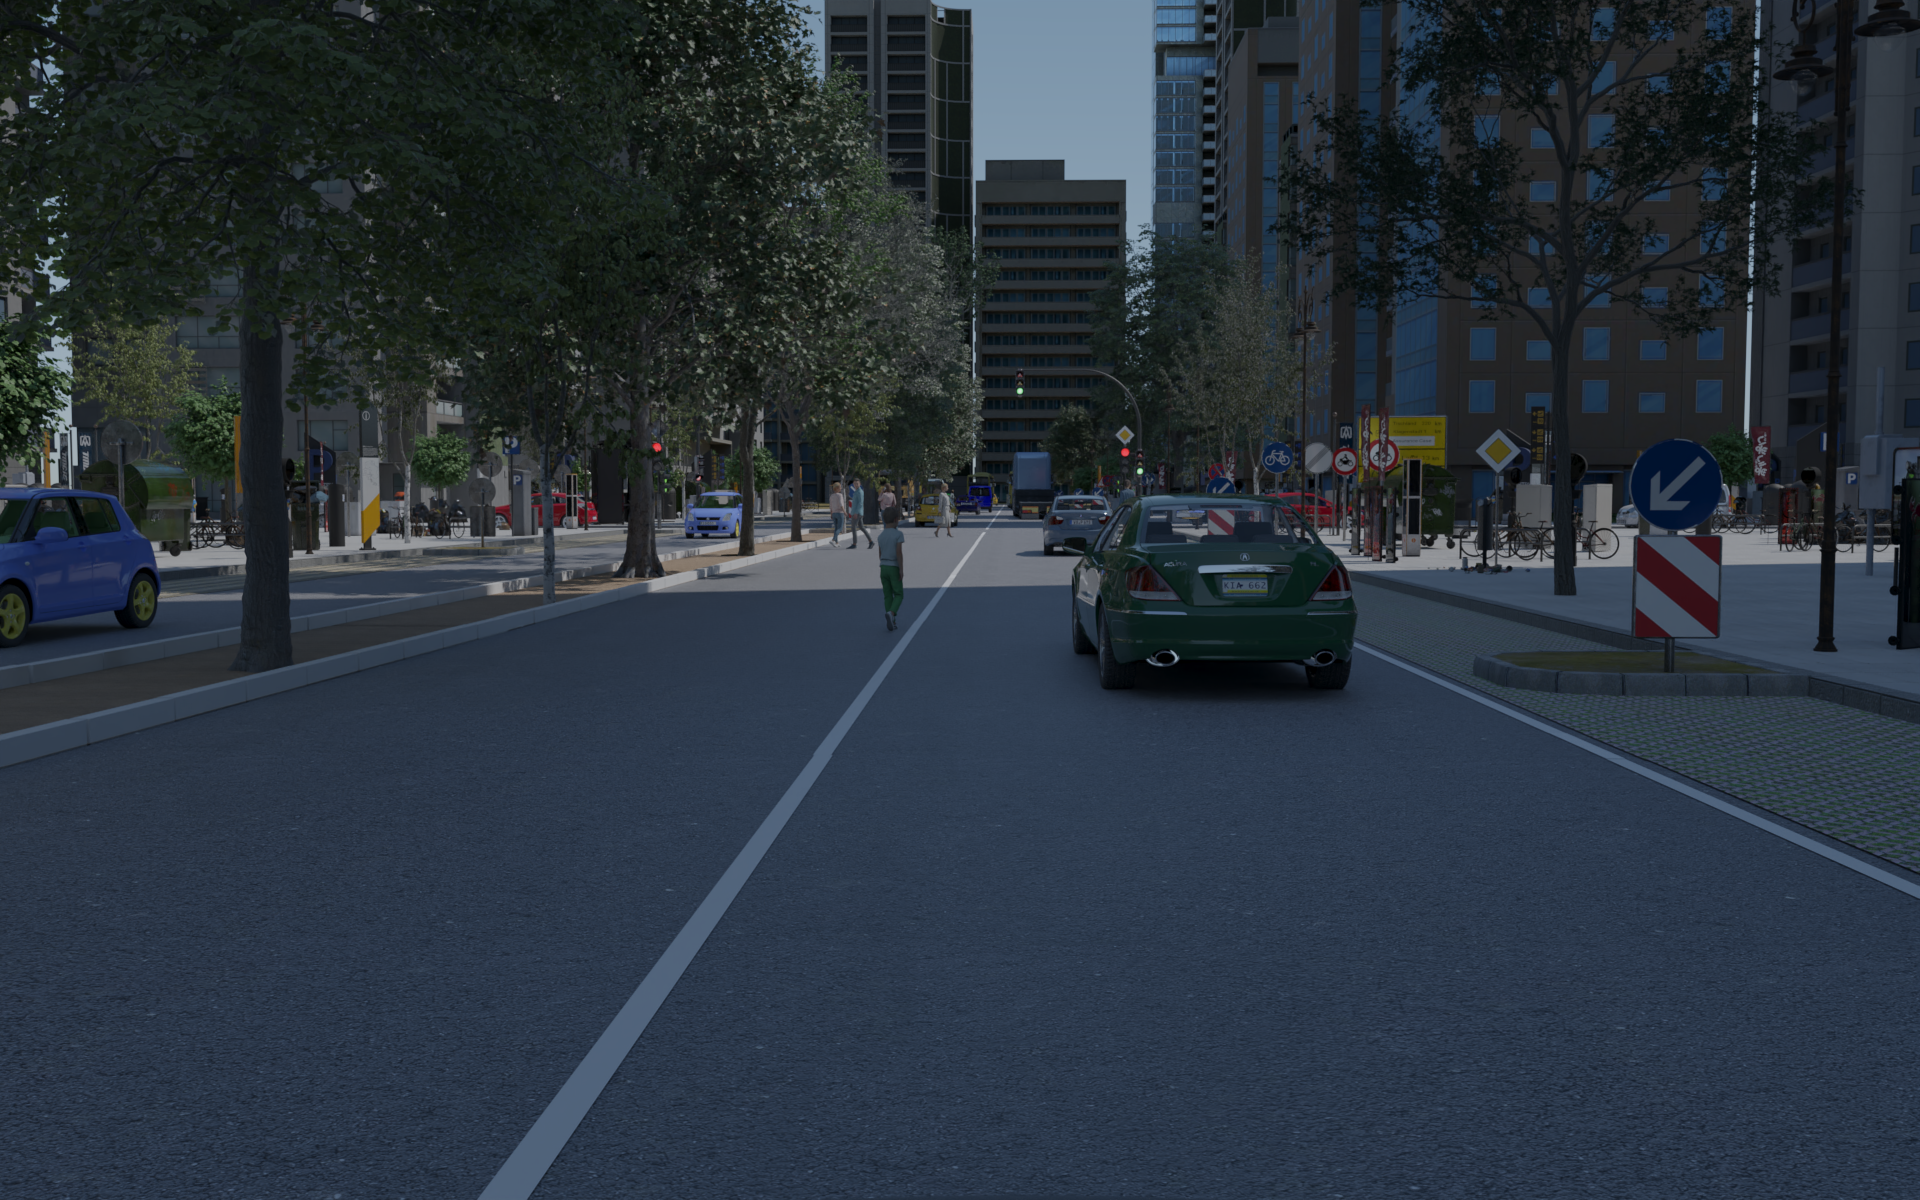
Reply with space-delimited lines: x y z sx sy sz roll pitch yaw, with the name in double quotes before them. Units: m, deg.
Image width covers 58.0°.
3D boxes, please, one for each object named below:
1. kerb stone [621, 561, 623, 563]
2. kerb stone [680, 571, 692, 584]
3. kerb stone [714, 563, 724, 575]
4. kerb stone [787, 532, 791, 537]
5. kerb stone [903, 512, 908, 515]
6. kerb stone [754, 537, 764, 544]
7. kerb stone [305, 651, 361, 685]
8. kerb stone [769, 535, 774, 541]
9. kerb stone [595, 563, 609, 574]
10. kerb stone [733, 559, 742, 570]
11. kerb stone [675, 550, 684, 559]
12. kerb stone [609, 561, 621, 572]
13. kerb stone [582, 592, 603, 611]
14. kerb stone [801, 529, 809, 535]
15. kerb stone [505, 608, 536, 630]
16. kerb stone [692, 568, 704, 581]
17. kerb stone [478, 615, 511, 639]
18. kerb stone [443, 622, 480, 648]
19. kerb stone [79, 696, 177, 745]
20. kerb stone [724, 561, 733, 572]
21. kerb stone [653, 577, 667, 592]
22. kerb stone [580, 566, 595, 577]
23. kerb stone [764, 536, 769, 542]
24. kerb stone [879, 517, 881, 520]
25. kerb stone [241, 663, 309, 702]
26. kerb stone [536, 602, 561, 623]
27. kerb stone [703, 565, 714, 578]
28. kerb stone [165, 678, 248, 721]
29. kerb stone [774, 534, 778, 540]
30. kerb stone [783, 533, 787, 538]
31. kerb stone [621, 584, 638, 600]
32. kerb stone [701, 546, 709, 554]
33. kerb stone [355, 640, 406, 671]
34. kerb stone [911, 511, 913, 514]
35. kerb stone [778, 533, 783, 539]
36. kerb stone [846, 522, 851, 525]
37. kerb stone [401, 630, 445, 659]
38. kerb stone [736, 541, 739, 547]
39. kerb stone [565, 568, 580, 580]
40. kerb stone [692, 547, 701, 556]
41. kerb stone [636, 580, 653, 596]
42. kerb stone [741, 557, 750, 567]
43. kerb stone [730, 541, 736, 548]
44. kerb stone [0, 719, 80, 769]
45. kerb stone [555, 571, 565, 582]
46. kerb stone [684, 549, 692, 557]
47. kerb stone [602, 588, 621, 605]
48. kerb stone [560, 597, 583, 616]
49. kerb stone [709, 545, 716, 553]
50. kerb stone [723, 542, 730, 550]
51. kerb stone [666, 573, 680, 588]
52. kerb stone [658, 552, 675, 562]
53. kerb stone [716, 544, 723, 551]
"kerb stone" -6.435 -0.658 32.983 0.120 0.150 1.000 0 4 2
"kerb stone" -4.493 -0.345 27.835 0.120 0.150 1.000 0 4 2
"kerb stone" -4.398 -0.533 30.917 0.120 0.150 1.000 0 4 2
"kerb stone" -5.724 -2.103 56.585 0.120 0.150 1.000 0 4 2
"kerb stone" -3.763 -6.079 121.676 0.120 0.150 1.000 0 4 2
"kerb stone" -5.913 -1.726 50.438 0.120 0.150 1.000 0 4 2
"kerb stone" -4.928 0.536 13.462 0.120 0.150 1.000 0 4 2
"kerb stone" -5.856 -1.853 52.486 0.120 0.150 1.000 0 4 2
"kerb stone" -6.501 -0.535 30.940 0.120 0.150 1.000 0 4 2
"kerb stone" -4.338 -0.657 32.964 0.120 0.150 1.000 0 4 2
"kerb stone" -6.284 -0.974 38.119 0.120 0.150 1.000 0 4 2
"kerb stone" -6.472 -0.597 31.962 0.120 0.150 1.000 0 4 2
"kerb stone" -4.678 0.031 21.681 0.120 0.150 1.000 0 4 2
"kerb stone" -5.543 -2.478 62.747 0.120 0.150 1.000 0 4 2
"kerb stone" -4.779 0.220 18.603 0.120 0.150 1.000 0 4 2
"kerb stone" -4.465 -0.402 28.864 0.120 0.150 1.000 0 4 2
"kerb stone" -4.794 0.284 17.581 0.120 0.150 1.000 0 4 2
"kerb stone" -4.830 0.345 16.557 0.120 0.150 1.000 0 4 2
"kerb stone" -5.016 0.723 10.397 0.120 0.150 1.000 0 4 2
"kerb stone" -4.370 -0.596 31.939 0.120 0.150 1.000 0 4 2
"kerb stone" -4.553 -0.218 25.782 0.120 0.150 1.000 0 4 2
"kerb stone" -6.531 -0.472 29.919 0.120 0.150 1.000 0 4 2
"kerb stone" -5.880 -1.786 51.461 0.120 0.150 1.000 0 4 2
"kerb stone" -4.439 -4.703 99.145 0.120 0.150 1.000 0 4 2
"kerb stone" -4.956 0.597 12.440 0.120 0.150 1.000 0 4 2
"kerb stone" -4.739 0.157 19.636 0.120 0.150 1.000 0 4 2
"kerb stone" -4.436 -0.471 29.891 0.120 0.150 1.000 0 4 2
"kerb stone" -4.990 0.659 11.419 0.120 0.150 1.000 0 4 2
"kerb stone" -5.815 -1.914 53.513 0.120 0.150 1.000 0 4 2
"kerb stone" -5.750 -2.041 55.563 0.120 0.150 1.000 0 4 2
"kerb stone" -4.612 -0.090 23.724 0.120 0.150 1.000 0 4 2
"kerb stone" -6.182 -1.163 41.211 0.120 0.150 1.000 0 4 2
"kerb stone" -4.895 0.471 14.495 0.120 0.150 1.000 0 4 2
"kerb stone" -3.662 -6.271 124.752 0.120 0.150 1.000 0 4 2
"kerb stone" -5.787 -1.978 54.540 0.120 0.150 1.000 0 4 2
"kerb stone" -5.033 -3.514 79.656 0.120 0.150 1.000 0 4 2
"kerb stone" -4.862 0.408 15.525 0.120 0.150 1.000 0 4 2
"kerb stone" -6.035 -1.477 46.337 0.120 0.150 1.000 0 4 2
"kerb stone" -6.568 -0.409 28.890 0.120 0.150 1.000 0 4 2
"kerb stone" -6.218 -1.098 40.178 0.120 0.150 1.000 0 4 2
"kerb stone" -4.584 -0.156 24.751 0.120 0.150 1.000 0 4 2
"kerb stone" -4.312 -0.722 33.999 0.120 0.150 1.000 0 4 2
"kerb stone" -6.064 -1.414 45.311 0.120 0.150 1.000 0 4 2
"kerb stone" -5.047 0.785 9.364 0.120 0.150 1.000 0 4 2
"kerb stone" -6.590 -0.347 27.865 0.120 0.150 1.000 0 4 2
"kerb stone" -6.258 -1.037 39.156 0.120 0.150 1.000 0 4 2
"kerb stone" -4.649 -0.031 22.703 0.120 0.150 1.000 0 4 2
"kerb stone" -4.712 0.094 20.657 0.120 0.150 1.000 0 4 2
"kerb stone" -6.156 -1.224 42.237 0.120 0.150 1.000 0 4 2
"kerb stone" -6.097 -1.351 44.280 0.120 0.150 1.000 0 4 2
"kerb stone" -4.523 -0.281 26.813 0.120 0.150 1.000 0 4 2
"kerb stone" -6.315 -0.907 37.091 0.120 0.150 1.000 0 4 2
"kerb stone" -6.127 -1.284 43.259 0.120 0.150 1.000 0 4 2
